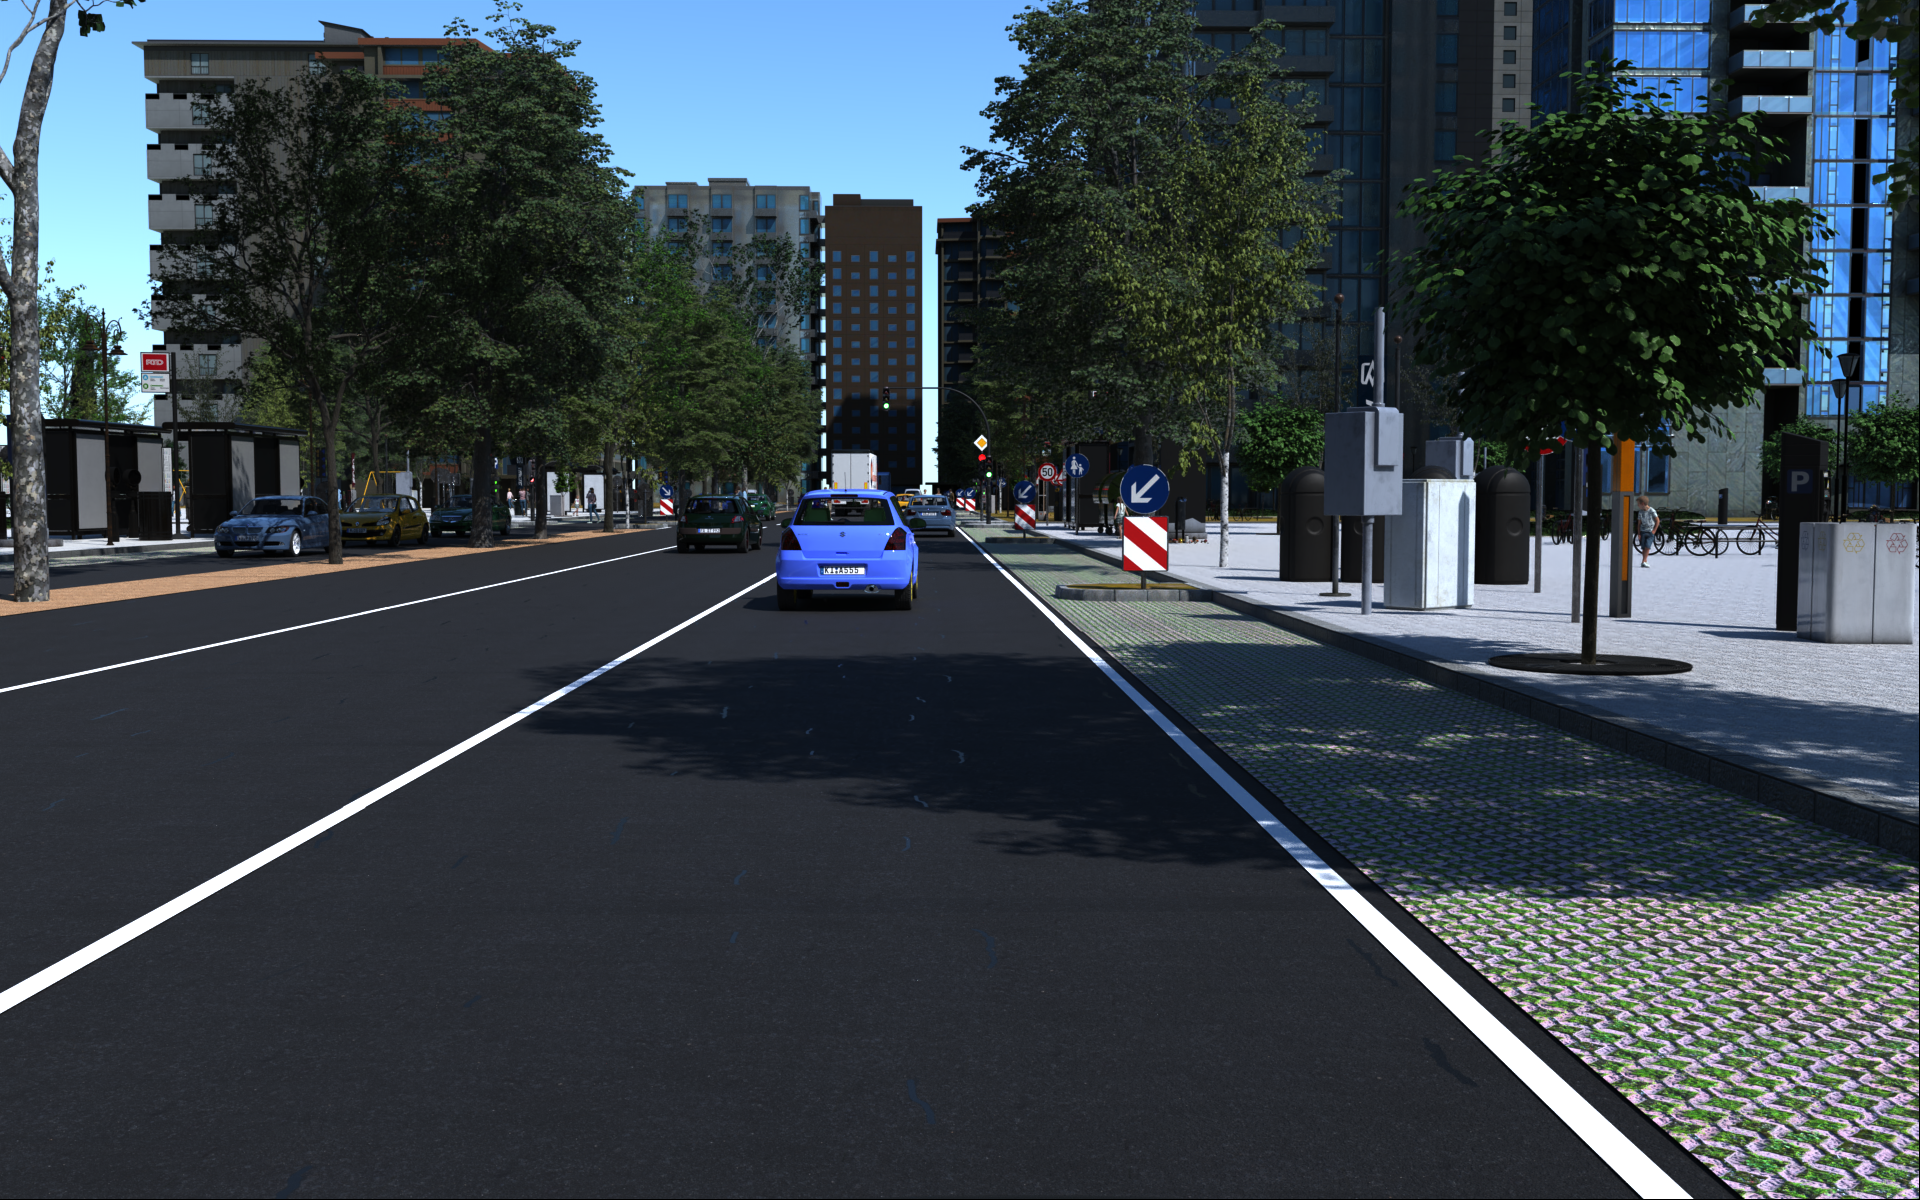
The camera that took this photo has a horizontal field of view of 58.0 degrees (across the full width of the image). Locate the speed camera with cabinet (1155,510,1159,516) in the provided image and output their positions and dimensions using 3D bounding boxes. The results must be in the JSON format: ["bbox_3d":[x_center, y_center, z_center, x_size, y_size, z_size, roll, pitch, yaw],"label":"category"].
[{"bbox_3d":[8.389,-4.708,71.316,2.038,3.252,0.660,0,4,-7],"label":"speed camera with cabinet"}]

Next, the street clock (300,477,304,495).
[{"bbox_3d":[-28.108,-4.221,73.582,0.471,2.002,0.358,-3,5,-39],"label":"street clock"}]

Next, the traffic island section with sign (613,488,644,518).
[{"bbox_3d":[-20.313,-5.971,106.245,1.989,1.847,2.006,0,4,-1],"label":"traffic island section with sign"}]

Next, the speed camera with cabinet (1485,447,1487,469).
[{"bbox_3d":[8.428,-2.108,28.797,0.660,3.252,2.038,3,5,40],"label":"speed camera with cabinet"}]

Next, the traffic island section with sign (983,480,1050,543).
[{"bbox_3d":[1.751,-2.581,50.833,1.989,1.847,2.006,0,4,-1],"label":"traffic island section with sign"}]

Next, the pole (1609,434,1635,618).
[{"bbox_3d":[6.872,-1.473,17.929,0.158,3.312,0.155,0,3,0],"label":"pole"}]

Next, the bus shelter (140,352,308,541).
[{"bbox_3d":[-22.102,-4.531,51.722,2.179,5.291,8.768,0,4,-1],"label":"bus shelter"}]

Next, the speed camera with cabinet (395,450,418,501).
[{"bbox_3d":[-23.115,-4.770,72.323,0.660,3.252,2.038,-1,4,-9],"label":"speed camera with cabinet"}]

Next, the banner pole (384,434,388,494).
[{"bbox_3d":[-24.011,-5.046,72.524,0.401,3.779,0.863,-1,4,-21],"label":"banner pole"}]

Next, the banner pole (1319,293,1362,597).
[{"bbox_3d":[4.692,-1.925,21.486,0.401,3.779,0.863,1,4,9],"label":"banner pole"}]

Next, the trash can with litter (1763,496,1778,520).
[{"bbox_3d":[40.426,-4.603,86.642,0.624,1.170,1.055,0,4,0],"label":"trash can with litter"}]

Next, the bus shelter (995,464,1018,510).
[{"bbox_3d":[3.770,-9.002,138.460,1.731,3.624,6.357,0,4,-1],"label":"bus shelter"}]

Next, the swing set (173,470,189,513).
[{"bbox_3d":[-50.861,-7.099,113.695,2.862,2.851,3.119,0,4,2],"label":"swing set"}]

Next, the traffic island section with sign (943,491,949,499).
[{"bbox_3d":[-0.111,-7.643,133.589,1.989,1.847,2.006,0,4,-1],"label":"traffic island section with sign"}]

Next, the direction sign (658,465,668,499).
[{"bbox_3d":[-23.178,-8.761,135.234,0.876,3.537,0.379,-3,5,-45],"label":"direction sign"}]

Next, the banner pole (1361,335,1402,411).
[{"bbox_3d":[6.683,-2.289,27.446,0.863,3.779,0.401,0,3,0],"label":"banner pole"}]

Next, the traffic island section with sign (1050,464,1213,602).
[{"bbox_3d":[2.342,-0.933,23.884,1.989,1.847,2.006,0,4,-1],"label":"traffic island section with sign"}]

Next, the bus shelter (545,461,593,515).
[{"bbox_3d":[-24.467,-6.948,107.518,2.014,3.302,5.546,0,4,-1],"label":"bus shelter"}]

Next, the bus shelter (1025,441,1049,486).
[{"bbox_3d":[5.931,-9.292,129.556,2.179,5.291,8.768,0,4,-1],"label":"bus shelter"}]

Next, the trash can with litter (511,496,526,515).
[{"bbox_3d":[-26.506,-5.671,104.107,0.624,1.170,1.055,1,4,10],"label":"trash can with litter"}]

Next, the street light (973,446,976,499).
[{"bbox_3d":[1.326,-11.238,156.523,0.468,5.910,1.993,0,4,-1],"label":"street light"}]

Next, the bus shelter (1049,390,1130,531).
[{"bbox_3d":[4.811,-5.326,64.714,2.179,5.291,8.768,0,4,-1],"label":"bus shelter"}]

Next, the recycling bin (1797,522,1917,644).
[{"bbox_3d":[7.820,-0.157,15.128,0.722,1.027,0.722,0,4,5],"label":"recycling bin"}]

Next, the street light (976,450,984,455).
[{"bbox_3d":[1.789,-10.349,141.990,0.468,5.910,1.993,0,4,-1],"label":"street light"}]

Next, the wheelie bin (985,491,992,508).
[{"bbox_3d":[2.527,-8.995,154.981,0.980,1.594,0.693,-1,4,-9],"label":"wheelie bin"}]

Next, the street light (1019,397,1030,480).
[{"bbox_3d":[3.078,-6.734,82.892,0.468,5.910,1.993,0,4,-1],"label":"street light"}]

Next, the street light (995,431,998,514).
[{"bbox_3d":[2.370,-8.557,112.688,0.468,5.910,1.993,0,4,-1],"label":"street light"}]

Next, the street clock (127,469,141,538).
[{"bbox_3d":[-24.131,-2.810,50.515,0.358,2.002,0.471,2,4,23],"label":"street clock"}]

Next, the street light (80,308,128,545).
[{"bbox_3d":[-21.277,-4.306,43.185,0.468,5.910,1.993,0,4,-1],"label":"street light"}]

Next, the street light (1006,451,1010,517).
[{"bbox_3d":[2.723,-7.668,98.152,0.468,5.910,1.993,0,4,-1],"label":"street light"}]

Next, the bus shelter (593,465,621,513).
[{"bbox_3d":[-25.427,-7.853,122.312,2.014,3.302,5.546,0,4,-1],"label":"bus shelter"}]

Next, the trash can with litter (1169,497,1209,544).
[{"bbox_3d":[6.066,-2.130,45.889,1.678,1.210,2.233,2,4,27],"label":"trash can with litter"}]

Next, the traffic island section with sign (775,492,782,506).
[{"bbox_3d":[-22.660,-12.368,210.845,1.989,1.847,2.006,0,4,-1],"label":"traffic island section with sign"}]

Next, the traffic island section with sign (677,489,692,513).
[{"bbox_3d":[-20.922,-7.619,133.194,1.989,1.847,2.006,0,4,-1],"label":"traffic island section with sign"}]

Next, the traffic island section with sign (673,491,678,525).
[{"bbox_3d":[-13.653,-4.466,81.149,2.006,1.907,1.989,0,4,-1],"label":"traffic island section with sign"}]

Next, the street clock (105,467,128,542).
[{"bbox_3d":[-22.666,-2.557,46.378,0.358,2.002,0.471,0,4,-5],"label":"street clock"}]

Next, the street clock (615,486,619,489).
[{"bbox_3d":[-27.861,-8.322,140.638,0.358,2.002,0.471,-2,4,-26],"label":"street clock"}]

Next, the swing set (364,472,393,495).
[{"bbox_3d":[-39.671,-7.521,120.583,3.119,2.851,2.862,1,4,19],"label":"swing set"}]

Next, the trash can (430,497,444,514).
[{"bbox_3d":[-25.742,-4.504,85.287,0.748,1.137,0.748,0,3,0],"label":"trash can"}]

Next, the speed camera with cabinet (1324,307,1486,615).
[{"bbox_3d":[4.854,-1.510,19.023,2.038,3.252,0.660,-3,5,-40],"label":"speed camera with cabinet"}]

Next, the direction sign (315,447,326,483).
[{"bbox_3d":[-30.968,-5.625,83.963,0.876,3.537,0.379,3,5,41],"label":"direction sign"}]

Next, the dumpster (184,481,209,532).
[{"bbox_3d":[-25.729,-3.289,59.540,1.264,1.857,1.865,0,4,-1],"label":"dumpster"}]

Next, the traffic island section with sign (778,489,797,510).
[{"bbox_3d":[-15.347,-9.060,156.269,2.006,1.907,1.989,0,4,-1],"label":"traffic island section with sign"}]

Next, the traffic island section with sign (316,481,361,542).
[{"bbox_3d":[-19.087,-2.641,51.816,1.989,1.847,2.006,0,4,-1],"label":"traffic island section with sign"}]

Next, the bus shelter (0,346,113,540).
[{"bbox_3d":[-25.543,-4.403,49.615,2.179,5.291,8.768,0,4,-1],"label":"bus shelter"}]

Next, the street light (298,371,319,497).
[{"bbox_3d":[-21.621,-5.195,57.721,0.468,5.910,1.993,0,4,-1],"label":"street light"}]

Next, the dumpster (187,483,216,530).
[{"bbox_3d":[-24.408,-3.344,57.160,1.502,2.255,1.985,0,4,-1],"label":"dumpster"}]

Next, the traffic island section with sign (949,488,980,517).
[{"bbox_3d":[0.503,-5.995,106.640,1.989,1.847,2.006,0,4,-1],"label":"traffic island section with sign"}]

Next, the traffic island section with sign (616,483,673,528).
[{"bbox_3d":[-13.497,-4.013,73.744,2.006,1.907,1.989,0,4,-1],"label":"traffic island section with sign"}]

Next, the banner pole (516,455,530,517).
[{"bbox_3d":[-24.708,-6.594,97.829,0.401,3.779,0.863,3,5,43],"label":"banner pole"}]

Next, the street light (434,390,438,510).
[{"bbox_3d":[-21.876,-6.084,72.260,0.468,5.910,1.993,0,4,-1],"label":"street light"}]

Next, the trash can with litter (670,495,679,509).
[{"bbox_3d":[-24.997,-8.576,151.273,2.233,1.210,1.678,2,4,31],"label":"trash can with litter"}]
